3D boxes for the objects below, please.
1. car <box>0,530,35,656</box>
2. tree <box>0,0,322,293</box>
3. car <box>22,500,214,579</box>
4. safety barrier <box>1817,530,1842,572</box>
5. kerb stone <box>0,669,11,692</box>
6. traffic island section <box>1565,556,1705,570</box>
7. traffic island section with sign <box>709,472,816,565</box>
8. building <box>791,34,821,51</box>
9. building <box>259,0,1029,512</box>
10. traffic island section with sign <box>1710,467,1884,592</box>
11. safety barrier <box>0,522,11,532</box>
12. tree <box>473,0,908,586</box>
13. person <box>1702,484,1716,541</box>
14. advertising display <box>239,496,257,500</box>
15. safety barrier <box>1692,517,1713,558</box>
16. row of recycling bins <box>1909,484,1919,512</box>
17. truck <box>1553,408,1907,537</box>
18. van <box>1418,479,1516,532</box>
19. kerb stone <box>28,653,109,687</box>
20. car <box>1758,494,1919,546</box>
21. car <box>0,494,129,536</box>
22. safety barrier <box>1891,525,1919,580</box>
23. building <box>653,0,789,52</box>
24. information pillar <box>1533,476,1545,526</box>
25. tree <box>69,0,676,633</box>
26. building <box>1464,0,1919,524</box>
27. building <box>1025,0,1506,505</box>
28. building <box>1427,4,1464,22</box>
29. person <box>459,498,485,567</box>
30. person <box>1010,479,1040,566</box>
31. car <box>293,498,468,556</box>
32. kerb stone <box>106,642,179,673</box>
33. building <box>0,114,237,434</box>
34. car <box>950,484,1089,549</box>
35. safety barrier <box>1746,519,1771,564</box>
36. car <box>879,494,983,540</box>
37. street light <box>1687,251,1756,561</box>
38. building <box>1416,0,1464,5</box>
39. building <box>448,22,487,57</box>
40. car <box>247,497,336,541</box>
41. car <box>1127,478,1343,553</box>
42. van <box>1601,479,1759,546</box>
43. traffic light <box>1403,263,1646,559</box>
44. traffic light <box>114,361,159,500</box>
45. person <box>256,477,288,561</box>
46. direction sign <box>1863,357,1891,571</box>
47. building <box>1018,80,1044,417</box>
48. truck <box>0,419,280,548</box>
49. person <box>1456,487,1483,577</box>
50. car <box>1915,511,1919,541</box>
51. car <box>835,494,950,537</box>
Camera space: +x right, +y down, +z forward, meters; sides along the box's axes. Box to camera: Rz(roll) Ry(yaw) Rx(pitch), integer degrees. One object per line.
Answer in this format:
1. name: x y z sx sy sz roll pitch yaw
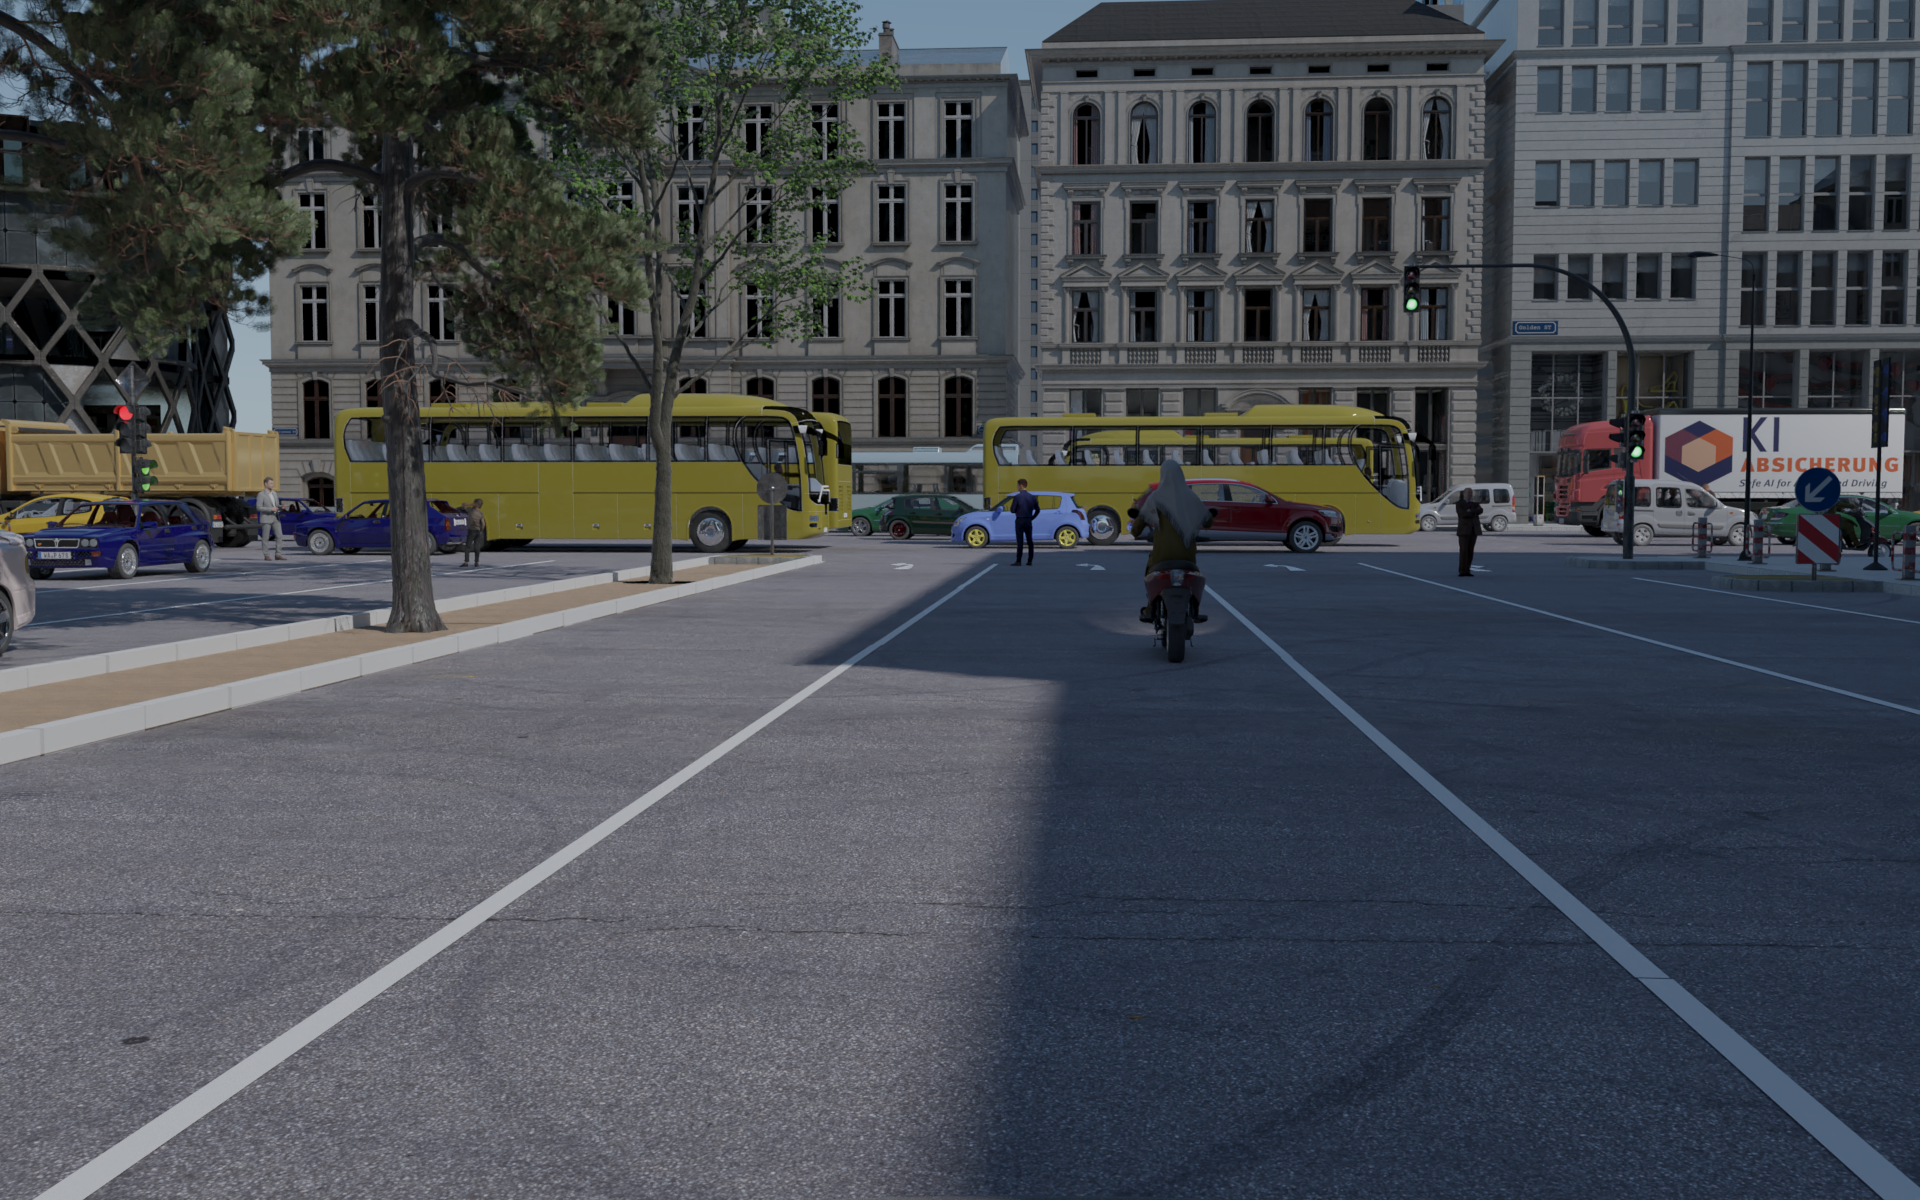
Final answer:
1. car: -9.371 -0.085 13.747 2.083 1.381 4.827 0 4 3
2. tree: -6.407 -6.104 9.682 7.806 13.903 7.818 0 3 0
3. car: -14.736 -1.086 30.338 1.945 1.354 3.894 0 4 4
4. safety barrier: 14.354 -0.883 28.706 0.300 0.817 1.120 0 4 5
5. kerb stone: -6.957 0.609 12.241 0.120 0.150 1.000 0 4 5
6. traffic island section: 13.221 -0.733 34.268 2.009 0.180 2.903 0 4 5
7. traffic island section with sign: -4.011 -1.697 35.882 2.006 1.907 1.989 0 4 5
8. building: -22.902 -34.103 181.278 21.600 48.544 21.300 0 4 5
9. building: -14.362 -16.122 82.683 34.723 24.649 14.460 0 4 5
10. traffic island section with sign: 12.602 -1.082 26.324 1.989 1.847 2.006 0 4 5
11. safety barrier: -19.230 -1.233 34.439 0.300 0.817 1.120 0 4 5
12. tree: -4.655 -6.048 27.097 9.928 11.665 9.643 0 3 0
13. person: 22.635 -2.652 52.554 0.600 1.739 0.565 -1 4 -22
14. advertising display: -37.208 -5.217 90.506 0.123 1.923 0.974 3 4 38
15. safety barrier: 14.830 -1.243 34.603 0.300 0.817 1.120 0 4 5
16. row of recycling bins: 38.861 -3.807 69.356 1.069 1.692 3.534 3 5 45
17. truck: 25.081 -4.203 57.633 11.283 4.237 2.839 0 4 3
18. van: 19.175 -3.641 66.535 4.112 2.044 2.013 0 4 4
19. kerb stone: -6.891 0.547 13.275 0.120 0.150 1.000 0 4 5
20. car: 25.107 -2.267 48.857 4.920 1.459 2.131 0 4 5
21. car: -21.360 -1.886 41.059 3.980 1.641 2.015 0 4 6
22. safety barrier: 14.123 -0.703 25.769 0.300 0.817 1.120 0 4 5
23. building: -21.984 -27.979 141.055 14.154 41.232 14.086 0 4 5
24. information pillar: 23.240 -3.978 69.527 0.304 2.012 0.304 -1 4 -10
25. tree: -5.768 -5.697 17.654 6.751 12.117 7.091 0 3 0
26. building: 38.381 -18.310 76.865 29.804 29.767 11.434 0 4 5
27. building: 13.112 -15.266 78.472 19.941 23.489 11.050 0 4 5
28. building: 36.421 -28.485 149.320 14.154 41.232 14.086 0 4 5
29. person: -9.602 -1.325 34.073 0.435 1.345 0.340 -3 5 -41
30. person: 1.248 -1.559 34.689 0.576 1.737 0.504 -3 5 -41
31. car: -13.640 -1.738 41.001 3.894 1.354 1.945 0 4 6
32. kerb stone: -6.801 0.482 14.307 0.120 0.150 1.000 0 4 5
33. building: -46.295 -13.360 85.883 16.811 18.784 16.820 0 4 5
34. car: 1.591 -2.231 46.073 3.694 1.707 1.945 0 4 5
35. safety barrier: 14.591 -1.064 31.666 0.300 0.817 1.120 0 4 5
36. car: -0.445 -2.740 54.582 4.222 1.686 2.009 0 4 6
37. street light: 14.596 -3.711 33.223 1.470 5.913 1.316 0 4 5
38. building: 41.872 -52.441 170.075 22.319 86.520 31.000 0 4 5
39. building: -49.100 -53.197 182.436 31.000 86.520 22.319 0 4 5
40. car: -20.230 -2.475 53.052 3.894 1.354 1.945 0 4 3
41. car: 6.790 -2.092 42.882 5.304 1.827 2.281 0 4 4
42. van: 20.139 -2.525 48.302 4.112 2.044 2.013 0 4 3
43. traffic light: 11.090 -3.640 34.182 4.771 5.953 1.251 0 4 5
44. traffic light: -17.433 -2.915 36.583 0.839 4.253 0.868 0 4 5
45. person: -14.788 -1.748 37.273 0.583 1.804 0.606 1 4 18
46. direction sign: 15.455 -2.271 29.129 0.379 3.537 0.876 1 4 13
47. building: 6.763 -42.886 243.185 28.212 58.520 21.231 0 4 5
48. truck: -23.235 -3.056 45.884 9.791 3.379 3.469 0 4 6
49. person: 8.855 -1.181 30.082 0.482 1.546 0.388 0 4 -5
50. car: 29.801 -2.508 51.222 3.980 1.641 2.015 0 4 6
51. car: -1.865 -2.900 59.214 4.920 1.459 2.131 0 4 5
